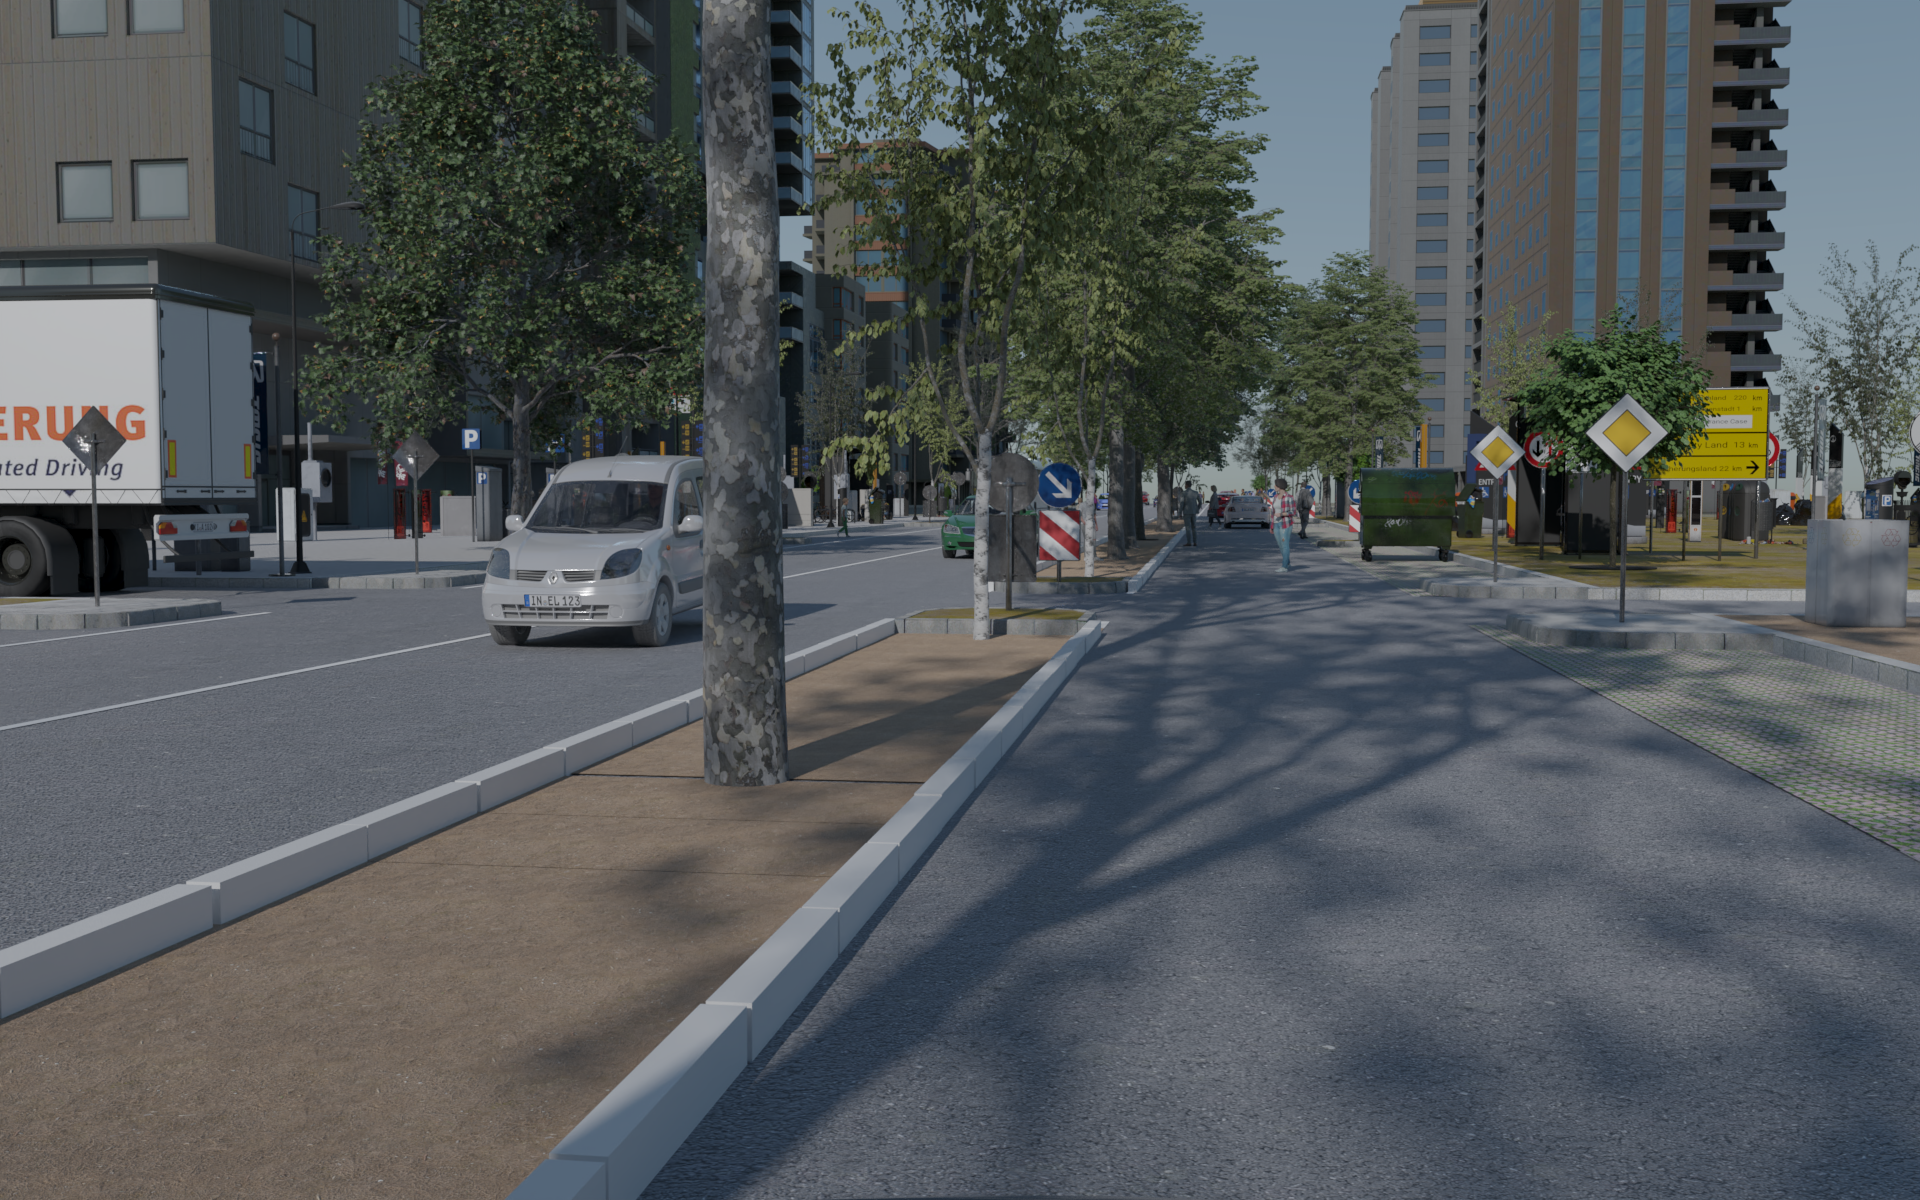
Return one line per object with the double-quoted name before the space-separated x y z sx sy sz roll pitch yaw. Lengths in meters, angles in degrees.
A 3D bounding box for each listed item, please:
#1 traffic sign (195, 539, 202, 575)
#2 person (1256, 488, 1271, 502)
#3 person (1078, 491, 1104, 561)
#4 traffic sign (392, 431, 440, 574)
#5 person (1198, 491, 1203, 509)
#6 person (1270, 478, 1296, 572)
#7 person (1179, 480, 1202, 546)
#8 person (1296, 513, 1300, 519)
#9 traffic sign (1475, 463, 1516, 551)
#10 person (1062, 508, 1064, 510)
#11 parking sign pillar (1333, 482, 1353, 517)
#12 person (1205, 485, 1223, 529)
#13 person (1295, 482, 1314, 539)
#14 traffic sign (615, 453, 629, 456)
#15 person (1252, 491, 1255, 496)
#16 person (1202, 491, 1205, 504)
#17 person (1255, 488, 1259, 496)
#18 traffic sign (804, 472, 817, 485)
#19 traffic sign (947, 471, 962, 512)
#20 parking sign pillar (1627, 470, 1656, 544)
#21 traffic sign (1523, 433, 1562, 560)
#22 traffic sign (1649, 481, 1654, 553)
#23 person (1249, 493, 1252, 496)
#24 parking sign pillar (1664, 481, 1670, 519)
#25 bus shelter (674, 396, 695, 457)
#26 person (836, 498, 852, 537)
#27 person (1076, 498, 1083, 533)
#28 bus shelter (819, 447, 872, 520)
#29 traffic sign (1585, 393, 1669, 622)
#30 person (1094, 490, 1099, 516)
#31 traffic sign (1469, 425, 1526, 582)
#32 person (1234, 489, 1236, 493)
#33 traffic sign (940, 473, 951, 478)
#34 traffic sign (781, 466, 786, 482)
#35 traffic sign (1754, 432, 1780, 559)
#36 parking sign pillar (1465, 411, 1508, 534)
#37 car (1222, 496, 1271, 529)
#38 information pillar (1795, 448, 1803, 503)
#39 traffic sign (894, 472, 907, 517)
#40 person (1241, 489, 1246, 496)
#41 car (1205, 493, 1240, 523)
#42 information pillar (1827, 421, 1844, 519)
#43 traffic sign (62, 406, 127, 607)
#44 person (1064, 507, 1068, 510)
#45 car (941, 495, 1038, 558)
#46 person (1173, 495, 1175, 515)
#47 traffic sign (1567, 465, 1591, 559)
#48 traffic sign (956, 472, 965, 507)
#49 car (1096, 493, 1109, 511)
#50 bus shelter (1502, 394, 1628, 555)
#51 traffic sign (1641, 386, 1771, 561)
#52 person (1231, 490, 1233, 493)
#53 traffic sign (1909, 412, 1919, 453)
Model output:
"traffic sign" -12.039 -1.664 27.318 0.768 2.556 0.104 1 4 10
"person" 17.872 -5.763 102.742 1.348 1.823 0.705 2 4 35
"person" 2.772 -1.582 36.955 0.523 1.515 0.503 2 4 28
"traffic sign" -8.671 -1.466 27.612 0.795 2.450 0.064 1 4 8
"person" 22.832 -9.497 164.695 0.541 1.710 0.530 1 4 22
"person" 5.951 -1.374 31.796 0.643 1.720 0.563 -2 4 -30
"person" 6.319 -2.383 47.569 0.635 1.810 0.391 -2 4 -29
"person" 19.366 -5.258 98.741 0.394 1.301 0.425 3 5 42
"traffic sign" 11.984 -2.374 38.825 0.884 2.594 0.081 1 4 15
"person" 5.669 -5.356 96.275 0.606 1.804 0.583 1 4 22
"parking sign pillar" 21.200 -6.506 94.845 1.447 3.967 1.447 -1 4 -19
"person" 10.312 -3.764 70.217 0.728 1.800 0.709 1 4 10
"person" 10.985 -2.852 55.235 0.679 1.850 0.850 3 4 36
"traffic sign" -10.432 -3.265 53.484 0.768 2.556 0.104 1 4 17
"person" 36.347 -12.623 214.752 0.709 1.838 0.599 2 4 24
"person" 35.503 -14.936 252.795 0.705 1.812 1.348 0 4 -3
"person" 19.720 -6.487 114.653 0.705 1.812 1.348 0 4 2
"traffic sign" -6.807 -4.700 78.979 0.606 2.300 0.079 1 4 9
"traffic sign" -0.315 -6.053 98.968 0.884 2.594 0.081 1 4 11
"parking sign pillar" 17.151 -3.460 45.048 1.447 3.967 1.447 0 4 -2
"traffic sign" 11.363 -2.059 33.769 0.768 2.556 0.104 1 4 10
"traffic sign" 15.017 -2.299 37.588 0.884 2.594 0.081 1 4 18
"person" 15.396 -4.935 91.787 0.523 1.515 0.503 2 4 35
"parking sign pillar" 36.642 -6.254 90.731 1.447 3.967 1.447 -3 4 -38
"bus shelter" -8.891 -5.296 64.216 2.179 5.291 8.768 1 4 8
"person" -3.862 -2.738 57.511 0.590 1.304 0.306 -2 4 -33
"person" 4.445 -3.144 64.169 0.640 1.303 0.475 2 4 28
"bus shelter" -5.723 -5.974 88.965 1.731 3.624 6.357 1 4 8
"traffic sign" 6.616 -0.833 17.256 0.795 2.450 0.064 1 4 8
"person" 9.115 -6.521 115.796 0.721 1.739 1.217 0 4 -6
"traffic sign" 7.790 -1.316 25.154 0.795 2.450 0.064 1 4 8
"person" 18.199 -6.455 114.593 0.990 1.755 0.434 2 4 24
"traffic sign" -0.856 -6.228 101.936 0.768 2.556 0.104 1 4 12
"traffic sign" -8.167 -4.747 77.715 0.768 2.556 0.104 1 4 10
"traffic sign" 15.805 -2.092 34.313 0.768 2.556 0.104 1 4 12
"parking sign pillar" 16.938 -4.110 55.663 1.447 3.967 1.447 3 5 43
"car" 12.102 -3.717 73.140 2.083 1.381 4.827 0 4 8
"information pillar" 42.609 -5.907 87.928 0.504 3.616 0.183 -2 4 -34
"traffic sign" -3.402 -6.012 98.408 0.768 2.556 0.104 1 4 13
"person" 20.282 -7.080 124.353 0.705 1.812 1.348 -1 4 -13
"car" 13.431 -4.786 87.284 2.155 1.783 4.494 0 4 8
"information pillar" 28.132 -3.934 55.679 0.183 3.616 0.504 -2 4 -25
"traffic sign" -9.845 -0.983 19.713 0.795 2.450 0.064 1 4 8
"person" 6.867 -6.140 112.151 1.065 1.426 0.557 -2 4 -30
"car" 0.786 -1.726 40.026 2.131 1.459 4.920 1 4 10
"person" 14.248 -6.598 116.470 1.348 1.812 0.705 0 4 4
"traffic sign" 12.182 -1.947 33.970 0.606 2.300 0.079 1 4 13
"traffic sign" -0.064 -6.201 101.498 0.768 2.556 0.104 1 4 14
"car" 12.763 -8.622 150.554 1.945 1.707 3.694 0 4 8
"bus shelter" 13.683 -2.941 39.372 1.731 3.624 6.357 1 4 8
"traffic sign" 14.203 -2.397 33.068 2.265 3.308 0.079 1 4 13
"person" 21.603 -7.872 137.999 1.217 1.735 0.721 2 4 34
"traffic sign" 14.014 -1.515 24.882 0.768 2.556 0.104 1 4 14
